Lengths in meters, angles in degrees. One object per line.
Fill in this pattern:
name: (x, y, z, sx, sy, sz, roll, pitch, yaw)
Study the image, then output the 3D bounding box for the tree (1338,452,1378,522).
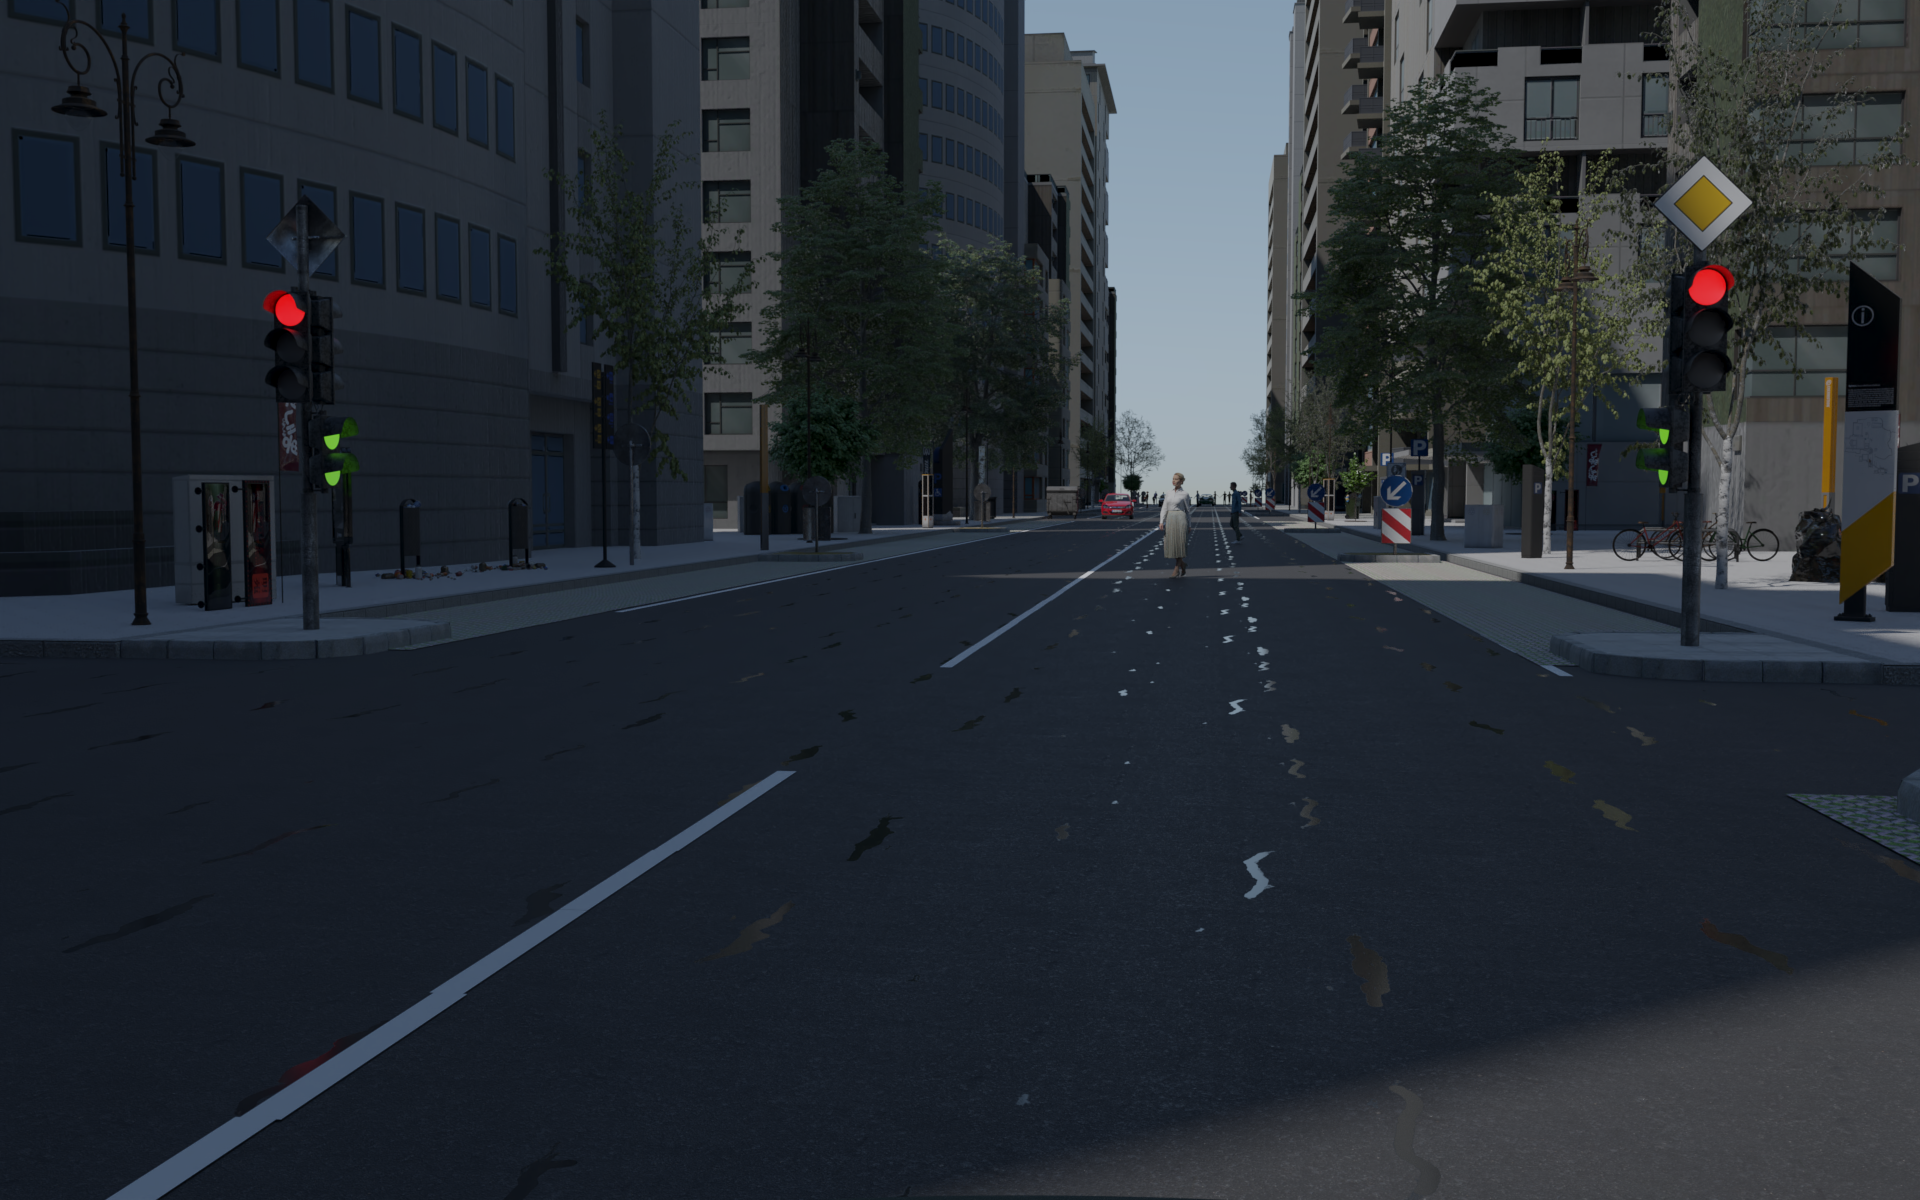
tree: (18.230, -5.234, 80.173, 1.663, 3.219, 1.824, 0, 3, 0)

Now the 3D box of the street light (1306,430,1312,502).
street light: (21.410, -8.142, 105.911, 0.468, 5.910, 1.993, 1, 4, 8)

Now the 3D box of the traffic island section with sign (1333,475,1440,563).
traffic island section with sign: (9.079, -1.725, 36.827, 1.989, 1.847, 2.006, 1, 4, 8)

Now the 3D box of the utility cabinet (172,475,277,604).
utility cabinet: (-8.669, -0.719, 20.429, 0.318, 1.500, 1.173, 2, 4, 29)

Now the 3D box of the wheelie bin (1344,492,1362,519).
wheelie bin: (20.105, -4.931, 88.526, 0.693, 1.594, 0.980, 3, 5, 40)

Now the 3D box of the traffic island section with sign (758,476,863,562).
traffic island section with sign: (-3.150, -1.755, 37.322, 1.989, 1.847, 2.006, 1, 4, 8)

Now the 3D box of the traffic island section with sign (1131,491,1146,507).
traffic island section with sign: (19.888, -11.512, 196.847, 1.989, 1.847, 2.006, 1, 4, 8)

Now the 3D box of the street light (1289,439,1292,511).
street light: (25.729, -9.925, 135.068, 0.468, 5.910, 1.993, 1, 4, 8)

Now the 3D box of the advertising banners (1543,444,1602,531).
advertising banners: (21.236, -3.913, 60.170, 2.074, 3.025, 0.090, 0, 4, 1)

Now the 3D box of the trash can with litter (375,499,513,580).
trash can with litter: (-8.226, -0.964, 26.814, 1.678, 1.210, 2.233, 1, 4, 10)

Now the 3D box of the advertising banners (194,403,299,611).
advertising banners: (-8.065, -1.443, 19.784, 0.090, 3.025, 2.074, 1, 4, 11)

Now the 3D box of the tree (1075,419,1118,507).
tree: (12.931, -13.277, 167.436, 4.737, 8.622, 4.395, 0, 3, 0)

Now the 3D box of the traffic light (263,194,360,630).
traffic light: (-6.130, -1.674, 16.291, 0.839, 4.253, 0.868, 1, 4, 8)

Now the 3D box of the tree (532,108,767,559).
tree: (-6.162, -5.117, 34.022, 4.737, 8.622, 4.395, 0, 3, 0)

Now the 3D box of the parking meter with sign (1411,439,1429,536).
parking meter with sign: (14.334, -3.547, 54.247, 0.543, 3.016, 1.738, 1, 4, 18)

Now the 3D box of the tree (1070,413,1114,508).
tree: (12.031, -12.607, 156.493, 4.360, 8.622, 3.978, 0, 3, 0)

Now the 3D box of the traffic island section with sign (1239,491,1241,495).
traffic island section with sign: (31.841, -11.362, 194.388, 1.989, 1.847, 2.006, 1, 4, 8)

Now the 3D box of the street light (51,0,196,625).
street light: (-8.032, -2.693, 16.812, 0.468, 5.910, 1.993, 1, 4, 8)

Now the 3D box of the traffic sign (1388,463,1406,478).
traffic sign: (14.189, -3.316, 56.349, 0.606, 2.300, 0.079, 1, 4, 9)

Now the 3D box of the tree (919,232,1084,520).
tree: (0.859, -10.902, 84.903, 9.857, 13.997, 8.962, 0, 3, 0)

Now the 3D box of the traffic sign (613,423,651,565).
traffic sign: (-5.915, -1.898, 31.142, 0.768, 2.556, 0.104, 1, 4, 17)

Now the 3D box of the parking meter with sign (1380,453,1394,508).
parking meter with sign: (17.803, -4.662, 72.490, 0.543, 3.016, 1.738, 1, 4, 18)

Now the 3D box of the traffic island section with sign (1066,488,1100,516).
traffic island section with sign: (8.082, -6.508, 115.029, 1.989, 1.847, 2.006, 1, 4, 8)

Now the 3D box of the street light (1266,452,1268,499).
street light: (33.043, -13.063, 186.371, 0.468, 5.910, 1.993, 1, 4, 8)

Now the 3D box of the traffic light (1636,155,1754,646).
traffic light: (6.156, -1.567, 14.539, 0.839, 4.253, 0.868, 1, 4, 8)

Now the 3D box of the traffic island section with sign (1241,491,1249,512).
traffic island section with sign: (23.957, -8.027, 139.877, 1.989, 1.847, 2.006, 1, 4, 8)

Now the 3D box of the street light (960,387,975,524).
street light: (0.295, -6.218, 74.446, 0.468, 5.910, 1.993, 1, 4, 8)

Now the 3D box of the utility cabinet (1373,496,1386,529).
utility cabinet: (15.360, -3.195, 63.408, 0.306, 1.237, 1.020, 0, 4, 4)

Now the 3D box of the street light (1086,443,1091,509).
street light: (11.093, -10.853, 150.236, 0.468, 5.910, 1.993, 1, 4, 8)

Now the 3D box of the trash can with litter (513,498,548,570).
trash can with litter: (-7.809, -1.124, 29.434, 1.678, 1.210, 2.233, 1, 4, 18)

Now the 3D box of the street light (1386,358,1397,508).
street light: (14.538, -5.237, 58.415, 0.468, 5.910, 1.993, 1, 4, 8)

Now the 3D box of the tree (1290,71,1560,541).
tree: (12.819, -7.911, 47.466, 7.486, 12.596, 7.792, 0, 3, 0)

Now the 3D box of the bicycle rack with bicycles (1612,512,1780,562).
bicycle rack with bicycles: (14.258, -1.232, 33.533, 2.925, 0.926, 2.852, 2, 4, 24)

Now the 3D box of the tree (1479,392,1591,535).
tree: (18.198, -4.361, 55.008, 4.285, 4.588, 4.351, 0, 3, 0)

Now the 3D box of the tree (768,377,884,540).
tree: (-3.850, -3.977, 48.736, 4.285, 4.588, 4.351, 0, 3, 0)

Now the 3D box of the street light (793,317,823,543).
street light: (-3.957, -4.439, 45.365, 0.468, 5.910, 1.993, 1, 4, 8)

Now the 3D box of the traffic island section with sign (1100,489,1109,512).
traffic island section with sign: (11.972, -8.158, 142.018, 1.989, 1.847, 2.006, 1, 4, 8)

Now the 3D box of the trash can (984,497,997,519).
trash can: (1.560, -4.750, 89.323, 0.748, 1.137, 0.748, 0, 3, 0)

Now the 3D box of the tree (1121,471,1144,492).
tree: (23.700, -15.547, 237.912, 4.285, 4.588, 4.351, 0, 3, 0)

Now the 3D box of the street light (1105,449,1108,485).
street light: (14.758, -12.371, 175.059, 0.468, 5.910, 1.993, 1, 4, 8)

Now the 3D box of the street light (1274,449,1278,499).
street light: (29.815, -11.698, 164.052, 0.468, 5.910, 1.993, 1, 4, 8)

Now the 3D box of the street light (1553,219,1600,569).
street light: (10.402, -3.462, 29.386, 0.468, 5.910, 1.993, 1, 4, 8)

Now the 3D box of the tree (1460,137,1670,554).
tree: (12.757, -5.279, 36.666, 4.737, 8.622, 4.395, 0, 3, 0)

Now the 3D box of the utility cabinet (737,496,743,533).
utility cabinet: (-6.907, -2.858, 57.894, 1.020, 1.237, 0.306, -2, 4, -25)

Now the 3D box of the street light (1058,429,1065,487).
street light: (7.053, -9.081, 121.263, 0.468, 5.910, 1.993, 1, 4, 8)

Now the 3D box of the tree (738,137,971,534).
tree: (-3.295, -8.442, 56.154, 7.486, 12.596, 7.792, 0, 3, 0)

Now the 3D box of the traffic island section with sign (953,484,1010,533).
traffic island section with sign: (0.838, -3.446, 64.969, 1.989, 1.847, 2.006, 1, 4, 8)

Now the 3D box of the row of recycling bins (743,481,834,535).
row of recycling bins: (-5.504, -2.955, 55.424, 1.069, 1.692, 3.534, 3, 5, 42)

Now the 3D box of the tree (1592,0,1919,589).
tree: (10.457, -4.464, 23.351, 4.360, 8.622, 3.978, 0, 3, 0)

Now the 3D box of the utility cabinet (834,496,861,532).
utility cabinet: (-3.765, -2.885, 58.330, 1.020, 1.237, 0.306, -3, 4, -38)

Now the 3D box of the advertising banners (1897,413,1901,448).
advertising banners: (20.120, -2.493, 36.941, 0.090, 3.025, 2.074, 1, 4, 18)

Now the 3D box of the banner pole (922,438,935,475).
banner pole: (-1.361, -5.305, 76.753, 0.863, 3.779, 0.401, -3, 5, -42)

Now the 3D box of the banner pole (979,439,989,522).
banner pole: (1.097, -5.430, 78.795, 0.401, 3.779, 0.863, -3, 4, -37)

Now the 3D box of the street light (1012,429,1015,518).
street light: (2.877, -7.327, 92.590, 0.468, 5.910, 1.993, 1, 4, 8)

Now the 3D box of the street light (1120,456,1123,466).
street light: (18.960, -14.140, 203.982, 0.468, 5.910, 1.993, 1, 4, 8)

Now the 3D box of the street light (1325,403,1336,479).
street light: (18.727, -7.030, 87.727, 0.468, 5.910, 1.993, 1, 4, 8)

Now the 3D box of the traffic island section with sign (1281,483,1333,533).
traffic island section with sign: (13.008, -3.389, 64.038, 1.989, 1.847, 2.006, 1, 4, 8)

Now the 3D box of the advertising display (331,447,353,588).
advertising display: (-8.602, -1.155, 24.105, 0.123, 1.923, 0.974, -2, 4, -29)

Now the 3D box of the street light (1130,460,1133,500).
street light: (23.100, -15.926, 233.169, 0.468, 5.910, 1.993, 1, 4, 8)

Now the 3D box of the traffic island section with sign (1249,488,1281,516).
traffic island section with sign: (19.989, -6.349, 112.428, 1.989, 1.847, 2.006, 1, 4, 8)
